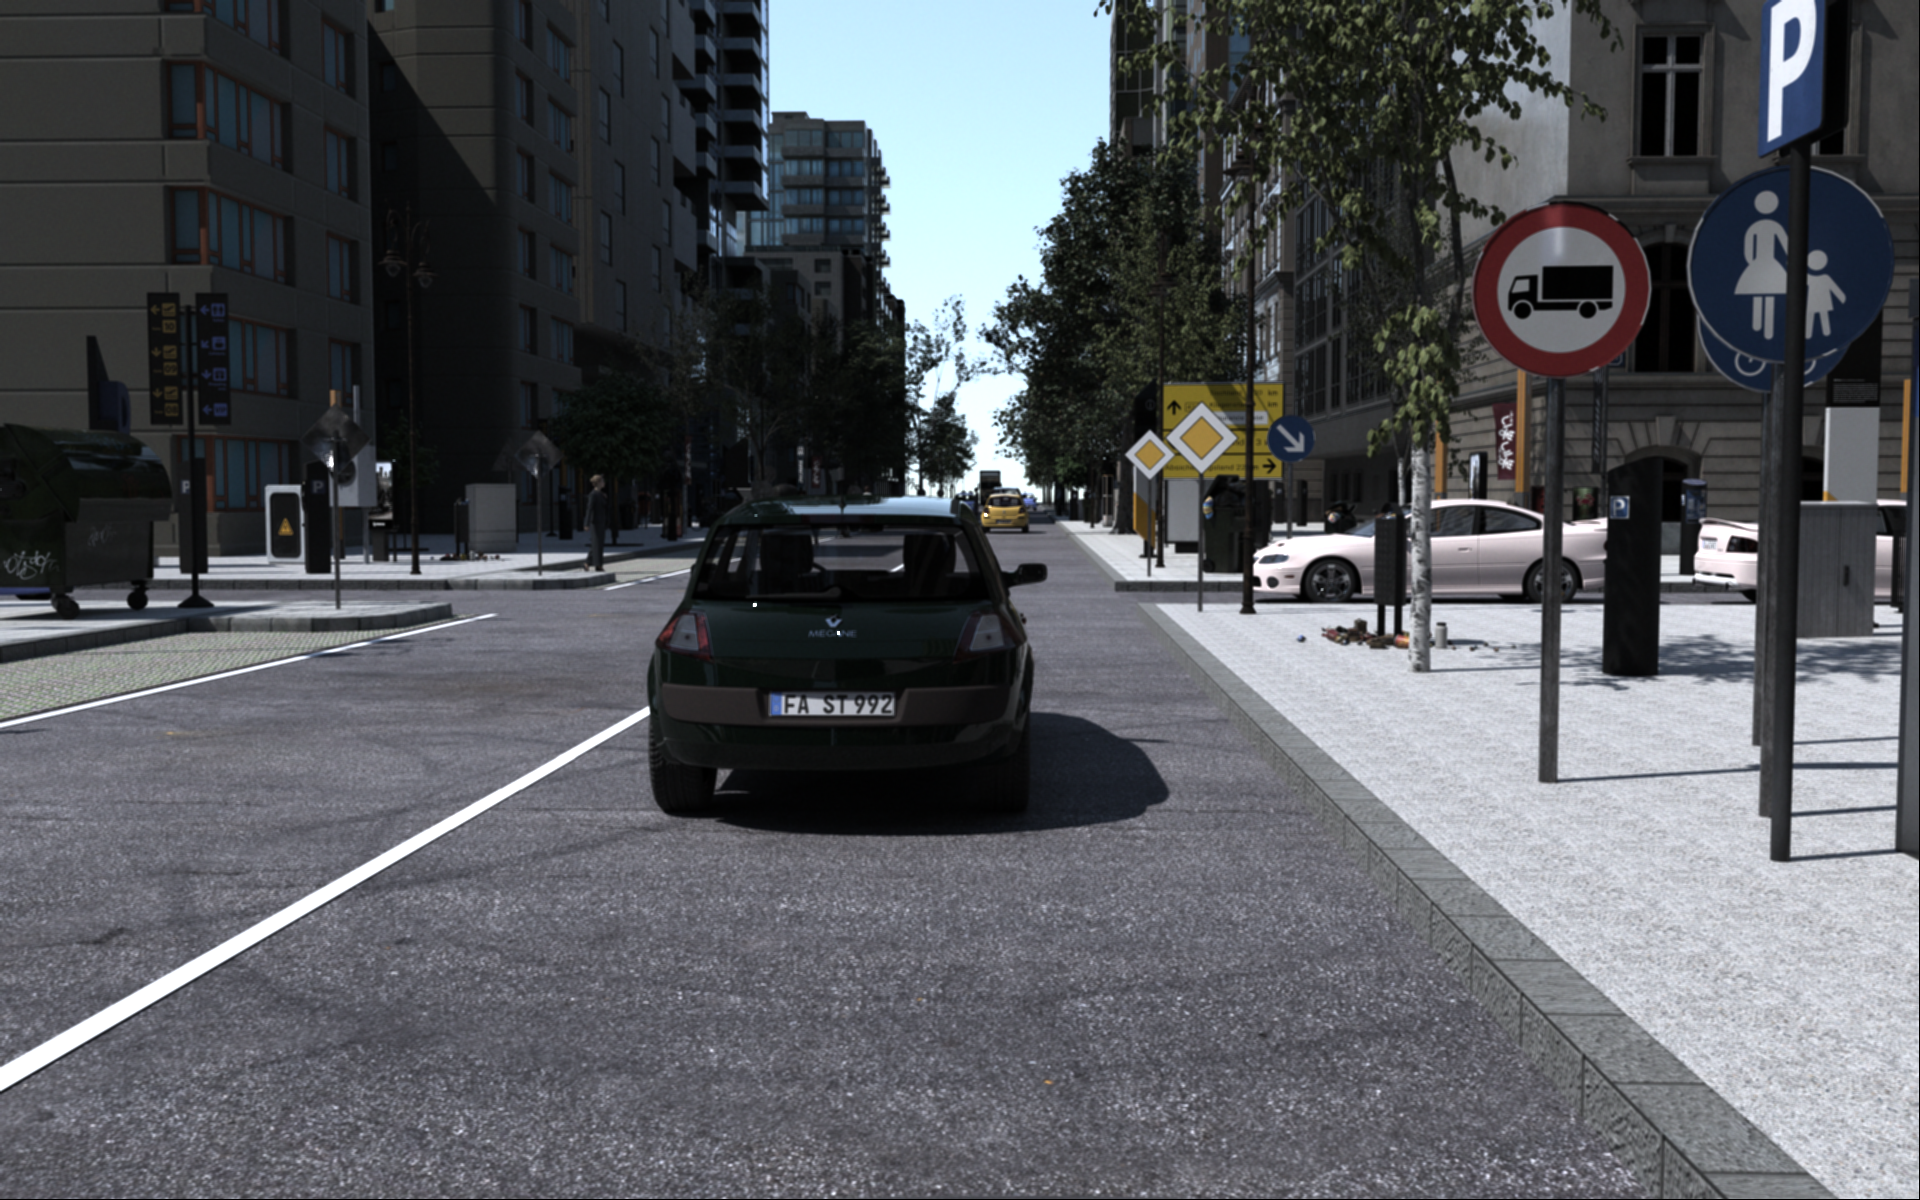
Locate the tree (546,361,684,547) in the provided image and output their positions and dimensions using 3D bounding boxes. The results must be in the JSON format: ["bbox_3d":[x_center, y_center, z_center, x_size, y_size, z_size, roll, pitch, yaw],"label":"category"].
[{"bbox_3d":[-8.517,-3.622,42.934,4.285,4.588,4.351,0,3,0],"label":"tree"}]

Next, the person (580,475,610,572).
[{"bbox_3d":[-6.533,-1.350,30.986,0.534,1.772,0.576,-1,4,-13],"label":"person"}]

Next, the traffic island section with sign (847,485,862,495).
[{"bbox_3d":[-4.674,-4.187,77.085,1.989,1.847,2.006,0,4,2],"label":"traffic island section with sign"}]

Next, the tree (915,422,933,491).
[{"bbox_3d":[-4.392,-11.160,132.826,4.737,8.622,4.395,0,3,0],"label":"tree"}]

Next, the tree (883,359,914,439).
[{"bbox_3d":[-6.484,-9.248,85.625,8.767,10.594,7.601,0,4,-8],"label":"tree"}]

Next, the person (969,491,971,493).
[{"bbox_3d":[0.947,-9.393,162.797,1.217,1.735,0.721,-1,4,-14],"label":"person"}]

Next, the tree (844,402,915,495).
[{"bbox_3d":[-6.118,-10.410,120.568,4.737,8.622,4.395,0,3,0],"label":"tree"}]

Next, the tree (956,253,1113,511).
[{"bbox_3d":[6.973,-16.888,132.008,12.611,20.169,13.585,0,3,0],"label":"tree"}]

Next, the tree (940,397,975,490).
[{"bbox_3d":[-2.101,-17.376,202.228,7.486,12.596,7.792,0,3,0],"label":"tree"}]

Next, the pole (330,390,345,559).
[{"bbox_3d":[-12.233,-2.459,34.042,0.158,3.312,0.155,0,3,0],"label":"pole"}]

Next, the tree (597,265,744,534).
[{"bbox_3d":[-9.018,-6.407,55.118,4.360,8.622,3.978,0,3,0],"label":"tree"}]

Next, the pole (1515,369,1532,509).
[{"bbox_3d":[8.612,-1.997,26.493,0.158,3.312,0.155,0,3,0],"label":"pole"}]

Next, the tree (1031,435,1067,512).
[{"bbox_3d":[6.944,-10.518,122.335,4.360,8.622,3.978,0,3,0],"label":"tree"}]

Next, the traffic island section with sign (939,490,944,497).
[{"bbox_3d":[-1.655,-8.862,153.519,1.989,1.847,2.006,0,4,2],"label":"traffic island section with sign"}]

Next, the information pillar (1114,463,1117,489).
[{"bbox_3d":[9.030,-6.762,101.921,0.183,3.616,0.504,-2,4,-33],"label":"information pillar"}]

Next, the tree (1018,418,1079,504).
[{"bbox_3d":[12.590,-19.410,243.104,9.928,11.665,9.643,0,3,0],"label":"tree"}]

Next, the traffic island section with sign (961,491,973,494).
[{"bbox_3d":[1.561,-13.858,235.213,1.989,1.847,2.006,0,4,2],"label":"traffic island section with sign"}]

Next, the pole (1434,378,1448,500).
[{"bbox_3d":[8.495,-2.247,30.580,0.158,3.312,0.155,0,3,0],"label":"pole"}]

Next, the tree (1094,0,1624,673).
[{"bbox_3d":[3.081,-3.784,12.231,4.737,8.622,4.395,0,3,0],"label":"tree"}]

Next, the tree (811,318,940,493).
[{"bbox_3d":[-6.045,-11.871,112.219,7.486,12.596,7.792,0,3,0],"label":"tree"}]

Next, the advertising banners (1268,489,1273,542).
[{"bbox_3d":[8.055,-3.027,45.687,0.090,3.025,2.074,1,4,20],"label":"advertising banners"}]

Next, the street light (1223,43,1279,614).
[{"bbox_3d":[3.090,-2.790,18.407,0.468,5.910,1.993,0,4,2],"label":"street light"}]

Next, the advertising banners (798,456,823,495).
[{"bbox_3d":[-7.228,-5.030,78.426,2.074,3.025,0.090,-1,4,-15],"label":"advertising banners"}]

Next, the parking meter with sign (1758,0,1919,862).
[{"bbox_3d":[3.694,-0.590,5.911,1.738,3.016,0.543,0,4,4],"label":"parking meter with sign"}]

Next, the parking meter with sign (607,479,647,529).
[{"bbox_3d":[-12.284,-4.144,64.015,1.738,3.016,0.543,2,4,27],"label":"parking meter with sign"}]

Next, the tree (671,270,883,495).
[{"bbox_3d":[-8.087,-8.390,71.587,8.767,10.594,7.601,0,4,3],"label":"tree"}]

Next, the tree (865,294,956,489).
[{"bbox_3d":[-2.469,-18.794,163.171,12.611,20.169,13.585,0,3,0],"label":"tree"}]

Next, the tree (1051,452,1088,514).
[{"bbox_3d":[7.572,-7.893,112.767,4.285,4.588,4.351,0,3,0],"label":"tree"}]

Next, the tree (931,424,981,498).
[{"bbox_3d":[-1.119,-19.546,245.336,9.928,11.665,9.643,0,3,0],"label":"tree"}]

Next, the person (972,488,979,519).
[{"bbox_3d":[0.829,-5.121,92.563,0.374,1.781,0.599,-1,4,-12],"label":"person"}]

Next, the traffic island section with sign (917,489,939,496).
[{"bbox_3d":[-2.753,-7.163,125.736,1.989,1.847,2.006,0,4,2],"label":"traffic island section with sign"}]

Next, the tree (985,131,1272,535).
[{"bbox_3d":[5.375,-8.437,54.945,9.611,12.733,9.660,0,3,0],"label":"tree"}]

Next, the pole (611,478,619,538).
[{"bbox_3d":[-10.165,-3.491,50.923,0.158,3.312,0.155,0,3,0],"label":"pole"}]

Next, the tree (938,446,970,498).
[{"bbox_3d":[-0.608,-18.497,252.785,4.360,8.622,3.978,0,3,0],"label":"tree"}]

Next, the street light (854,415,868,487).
[{"bbox_3d":[-5.786,-7.744,99.401,0.468,5.910,1.993,0,4,2],"label":"street light"}]

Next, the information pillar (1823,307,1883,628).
[{"bbox_3d":[8.540,-1.541,16.555,0.504,3.616,0.183,0,4,2],"label":"information pillar"}]

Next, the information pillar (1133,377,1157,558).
[{"bbox_3d":[3.722,-2.652,34.712,0.504,3.616,0.183,-2,4,-24],"label":"information pillar"}]

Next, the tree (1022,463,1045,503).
[{"bbox_3d":[12.693,-20.522,253.656,7.486,12.596,7.792,0,3,0],"label":"tree"}]

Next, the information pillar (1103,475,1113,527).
[{"bbox_3d":[5.764,-3.853,67.487,0.304,2.012,0.304,-2,4,-25],"label":"information pillar"}]

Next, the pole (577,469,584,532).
[{"bbox_3d":[-12.954,-3.986,59.018,0.158,3.312,0.155,0,3,0],"label":"pole"}]

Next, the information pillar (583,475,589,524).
[{"bbox_3d":[-13.452,-3.511,61.903,0.304,2.012,0.304,1,4,9],"label":"information pillar"}]

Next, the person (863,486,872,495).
[{"bbox_3d":[-3.595,-3.635,68.502,0.480,1.755,0.524,1,4,16],"label":"person"}]

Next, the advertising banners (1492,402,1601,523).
[{"bbox_3d":[11.018,-2.225,32.566,2.074,3.025,0.090,2,4,32],"label":"advertising banners"}]

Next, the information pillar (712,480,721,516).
[{"bbox_3d":[-12.578,-5.196,89.439,0.304,2.012,0.304,3,5,39],"label":"information pillar"}]

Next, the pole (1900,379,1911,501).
[{"bbox_3d":[16.898,-2.265,30.877,0.158,3.312,0.155,0,3,0],"label":"pole"}]

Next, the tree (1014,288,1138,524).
[{"bbox_3d":[6.106,-8.577,74.643,7.601,10.594,8.767,3,5,43],"label":"tree"}]

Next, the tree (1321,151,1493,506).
[{"bbox_3d":[9.521,-5.285,36.767,4.360,8.622,3.978,0,3,0],"label":"tree"}]

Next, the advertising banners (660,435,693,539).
[{"bbox_3d":[-8.283,-3.338,50.763,0.090,3.025,2.074,1,4,17],"label":"advertising banners"}]

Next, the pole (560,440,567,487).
[{"bbox_3d":[-11.688,-3.501,51.087,0.158,3.312,0.155,0,3,0],"label":"pole"}]

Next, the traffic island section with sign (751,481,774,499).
[{"bbox_3d":[-5.724,-2.535,50.071,1.989,1.847,2.006,0,4,2],"label":"traffic island section with sign"}]

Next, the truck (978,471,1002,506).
[{"bbox_3d":[3.646,-13.464,209.056,2.839,4.237,11.283,0,4,2],"label":"truck"}]

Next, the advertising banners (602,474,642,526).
[{"bbox_3d":[-13.936,-4.549,70.565,2.074,3.025,0.090,1,4,12],"label":"advertising banners"}]

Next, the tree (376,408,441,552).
[{"bbox_3d":[-12.625,-2.711,38.927,1.663,3.219,1.824,0,3,0],"label":"tree"}]
